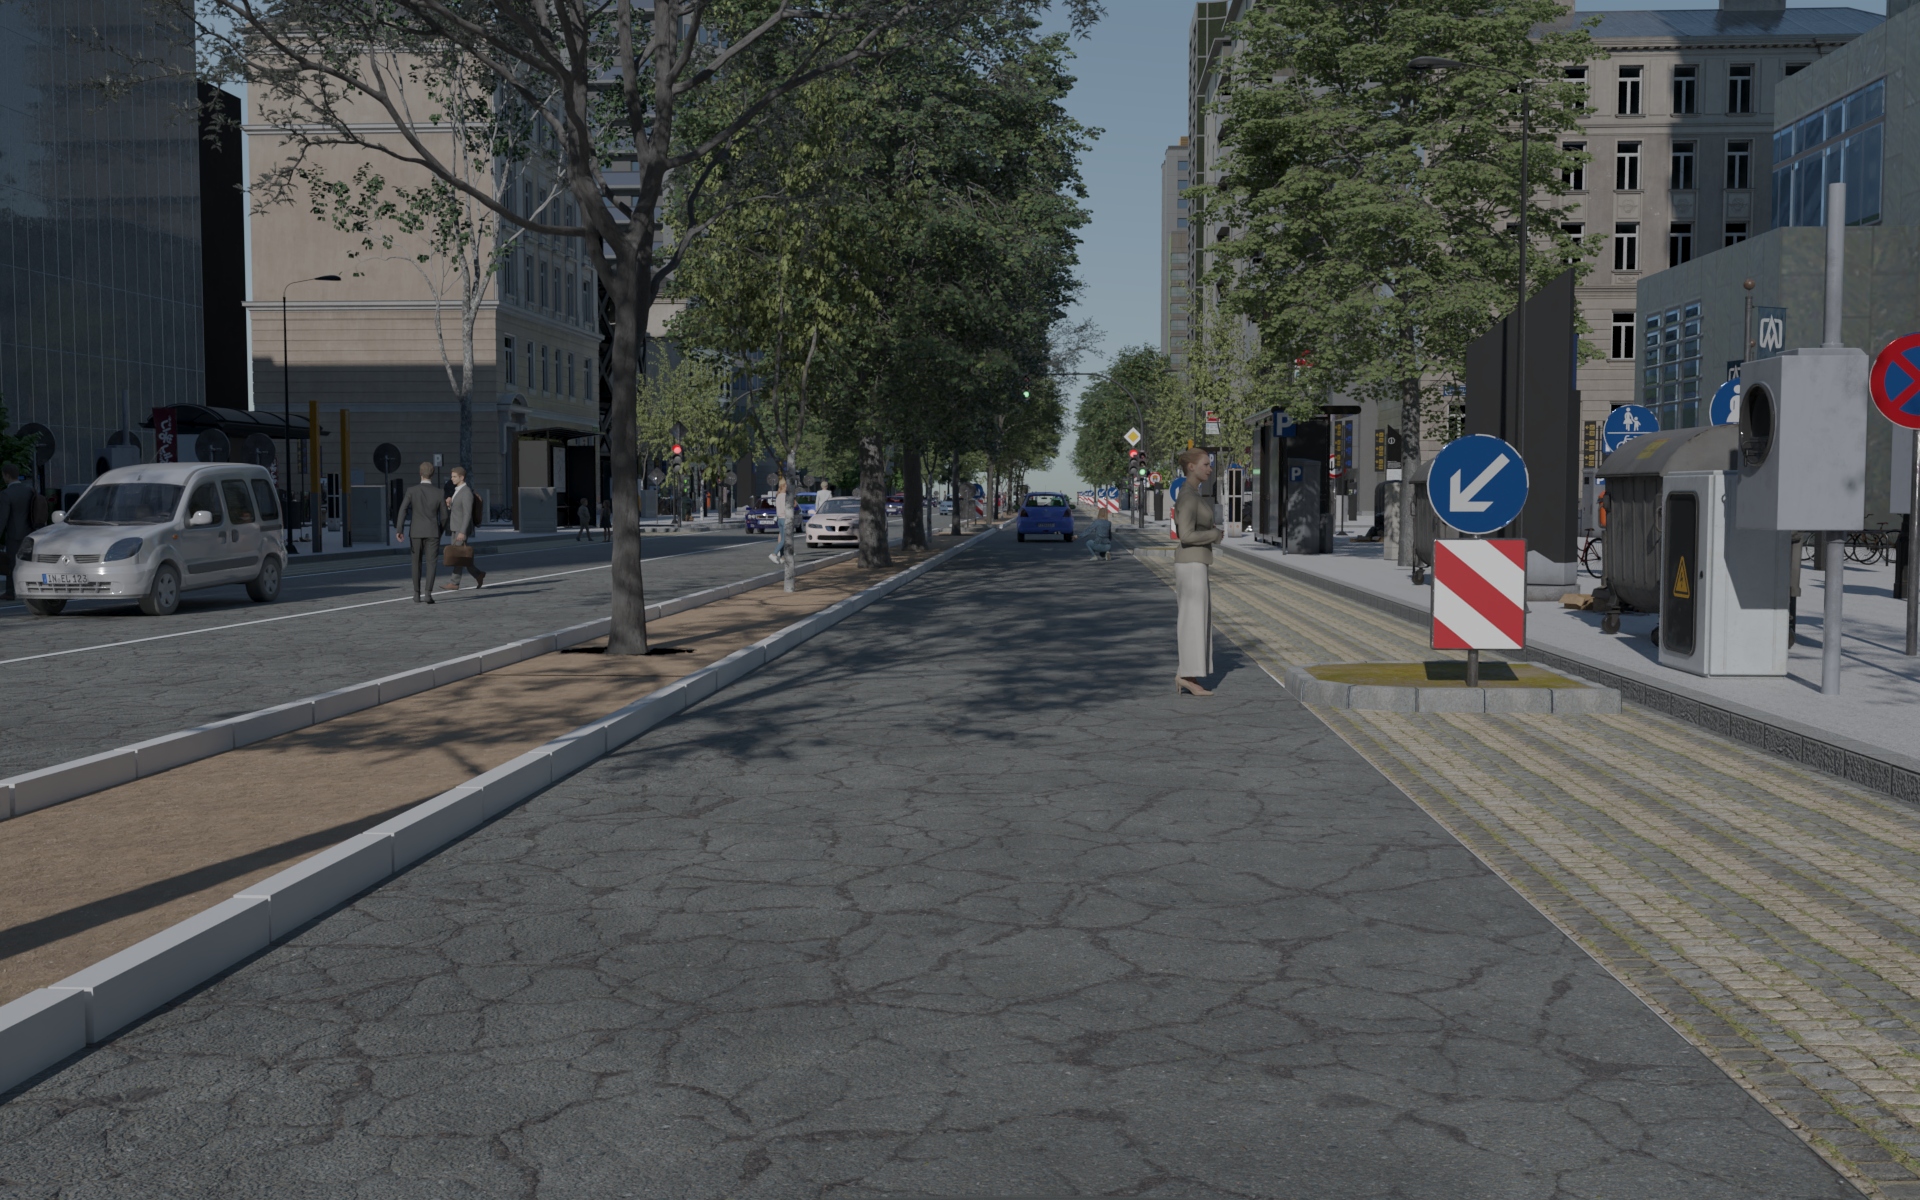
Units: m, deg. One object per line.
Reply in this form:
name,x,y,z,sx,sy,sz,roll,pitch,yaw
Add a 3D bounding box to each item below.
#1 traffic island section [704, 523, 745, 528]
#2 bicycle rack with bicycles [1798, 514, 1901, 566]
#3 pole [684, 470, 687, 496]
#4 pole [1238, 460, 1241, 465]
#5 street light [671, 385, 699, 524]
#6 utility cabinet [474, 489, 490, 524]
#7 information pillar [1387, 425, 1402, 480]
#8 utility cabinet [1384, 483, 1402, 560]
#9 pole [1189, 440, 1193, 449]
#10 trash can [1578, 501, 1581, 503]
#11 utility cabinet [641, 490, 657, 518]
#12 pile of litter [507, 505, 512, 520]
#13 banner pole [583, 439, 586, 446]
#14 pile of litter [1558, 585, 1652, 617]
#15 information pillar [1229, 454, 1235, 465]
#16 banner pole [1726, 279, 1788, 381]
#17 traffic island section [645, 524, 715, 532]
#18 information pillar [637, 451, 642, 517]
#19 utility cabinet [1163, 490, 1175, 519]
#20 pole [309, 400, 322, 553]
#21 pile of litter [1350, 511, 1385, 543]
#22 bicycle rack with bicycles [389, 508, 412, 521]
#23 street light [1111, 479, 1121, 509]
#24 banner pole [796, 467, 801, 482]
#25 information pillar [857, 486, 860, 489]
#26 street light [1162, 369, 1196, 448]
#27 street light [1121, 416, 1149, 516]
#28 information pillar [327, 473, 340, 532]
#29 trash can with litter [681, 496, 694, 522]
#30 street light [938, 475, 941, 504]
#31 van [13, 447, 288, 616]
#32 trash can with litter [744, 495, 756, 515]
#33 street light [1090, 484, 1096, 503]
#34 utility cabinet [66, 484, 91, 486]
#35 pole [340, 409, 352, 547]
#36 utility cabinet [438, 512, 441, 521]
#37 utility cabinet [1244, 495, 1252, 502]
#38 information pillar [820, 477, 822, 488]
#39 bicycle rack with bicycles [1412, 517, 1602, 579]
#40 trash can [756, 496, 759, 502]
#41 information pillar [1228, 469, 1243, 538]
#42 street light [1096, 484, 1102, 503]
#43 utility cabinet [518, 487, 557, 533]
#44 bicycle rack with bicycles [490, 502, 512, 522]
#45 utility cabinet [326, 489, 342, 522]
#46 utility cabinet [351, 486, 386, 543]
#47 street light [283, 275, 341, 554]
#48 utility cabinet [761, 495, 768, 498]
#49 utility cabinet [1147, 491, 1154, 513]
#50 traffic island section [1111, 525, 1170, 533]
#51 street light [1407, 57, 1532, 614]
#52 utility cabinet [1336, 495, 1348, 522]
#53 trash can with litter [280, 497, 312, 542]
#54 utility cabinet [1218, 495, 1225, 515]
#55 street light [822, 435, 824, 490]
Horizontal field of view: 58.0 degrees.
traffic island section,-10.253,-3.169,74.094,2.009,0.180,2.903,0,4,3
bicycle rack with bicycles,16.679,-1.147,32.133,2.852,0.926,2.925,-2,4,-34
pole,-18.541,-7.520,116.797,0.158,3.312,0.155,0,3,0
pole,16.624,-6.682,103.099,0.158,3.312,0.155,0,3,0
street light,-11.673,-6.201,73.935,1.470,5.913,1.316,0,4,3
utility cabinet,-20.832,-4.023,74.461,1.173,1.500,0.318,1,4,8
information pillar,14.474,-4.065,57.816,0.504,3.616,0.183,1,4,15
utility cabinet,8.832,-1.527,33.648,1.173,1.500,0.318,-1,4,-17
pole,8.690,-4.374,65.353,0.158,3.312,0.155,0,3,0
trash can,11.992,-1.404,34.603,0.748,1.137,0.748,0,3,0
utility cabinet,-16.553,-5.107,92.174,0.318,1.500,1.173,1,4,19
pile of litter,-21.680,-4.369,85.392,1.176,0.858,1.719,2,4,26
banner pole,-17.257,-5.426,78.735,0.863,3.779,0.401,-3,5,-44
pile of litter,7.195,-0.310,19.038,1.176,0.858,1.719,2,4,29
information pillar,15.674,-6.643,99.968,0.504,3.616,0.183,-3,5,-39
banner pole,9.395,-1.856,20.367,0.863,3.779,0.401,-2,4,-25
traffic island section,-10.728,-2.682,66.123,2.009,0.180,2.903,0,4,3
information pillar,-17.604,-6.344,95.077,0.183,3.616,0.504,1,4,11
utility cabinet,10.398,-4.753,86.384,0.318,1.500,1.173,-3,4,-39
pole,-14.080,-2.691,37.845,0.158,3.312,0.155,0,3,0
pile of litter,11.112,-1.967,46.127,1.176,0.858,1.719,-1,4,-17
bicycle rack with bicycles,-27.766,-4.280,83.360,2.925,0.926,2.852,-3,4,-36
street light,13.266,-10.723,147.860,1.470,5.913,1.316,0,4,3
banner pole,-12.735,-8.858,134.852,0.863,3.779,0.401,-1,4,-23
information pillar,-8.522,-9.389,144.859,0.183,3.616,0.504,2,4,27
street light,8.199,-5.620,64.435,1.470,5.913,1.316,0,4,3
street light,10.475,-7.950,102.523,1.470,5.913,1.316,0,4,3
information pillar,-21.442,-3.350,59.269,0.304,2.012,0.304,1,4,14
trash can with litter,-12.632,-4.240,80.715,0.624,1.170,1.055,-2,4,-27
street light,-2.205,-15.962,233.523,1.470,5.913,1.316,0,4,3
van,-10.063,-0.900,21.728,2.013,2.044,4.112,0,4,4
trash can with litter,-12.299,-5.655,103.510,1.678,1.210,2.233,-3,4,-38
street light,17.787,-15.397,224.284,1.470,5.913,1.316,0,4,3
utility cabinet,-18.668,-1.749,37.269,1.173,1.500,0.318,1,4,22
pole,-14.752,-2.922,41.622,0.158,3.312,0.155,0,3,0
utility cabinet,-24.832,-4.362,82.481,0.306,1.237,1.020,0,4,-8
utility cabinet,18.620,-6.281,113.861,0.306,1.237,1.020,-2,4,-33
information pillar,-10.988,-8.938,137.495,0.183,3.616,0.504,-1,4,-15
bicycle rack with bicycles,8.383,-0.839,27.099,2.852,0.926,2.925,-1,4,-12
trash can,-13.627,-6.293,114.541,0.748,1.137,0.748,0,3,0
information pillar,8.073,-2.835,50.839,0.304,2.012,0.304,-2,4,-26
street light,15.085,-12.605,178.639,1.470,5.913,1.316,0,4,3
utility cabinet,-13.773,-2.926,56.519,1.173,1.500,0.318,-2,4,-28
bicycle rack with bicycles,-21.877,-4.019,79.085,2.925,0.926,2.852,-1,4,-13
utility cabinet,-28.277,-4.297,78.932,1.173,1.500,0.318,-3,5,-40
utility cabinet,-15.520,-2.240,45.303,1.173,1.500,0.318,1,4,23
street light,-13.814,-3.937,36.904,1.470,5.913,1.316,0,4,3
utility cabinet,-12.209,-6.115,111.134,1.020,1.237,0.306,0,4,5
utility cabinet,12.682,-6.557,115.893,0.318,1.500,1.173,-1,4,-9
traffic island section,6.832,-2.618,65.077,2.009,0.180,2.903,0,4,3
street light,5.455,-2.814,18.546,1.470,5.913,1.316,0,4,3
utility cabinet,17.644,-4.209,79.977,0.306,1.237,1.020,2,4,27
trash can with litter,-18.301,-2.156,46.307,2.233,1.210,1.678,-1,4,-18
utility cabinet,15.778,-5.707,104.475,0.306,1.237,1.020,0,4,-4
street light,-8.925,-8.994,119.592,1.470,5.913,1.316,0,4,3
